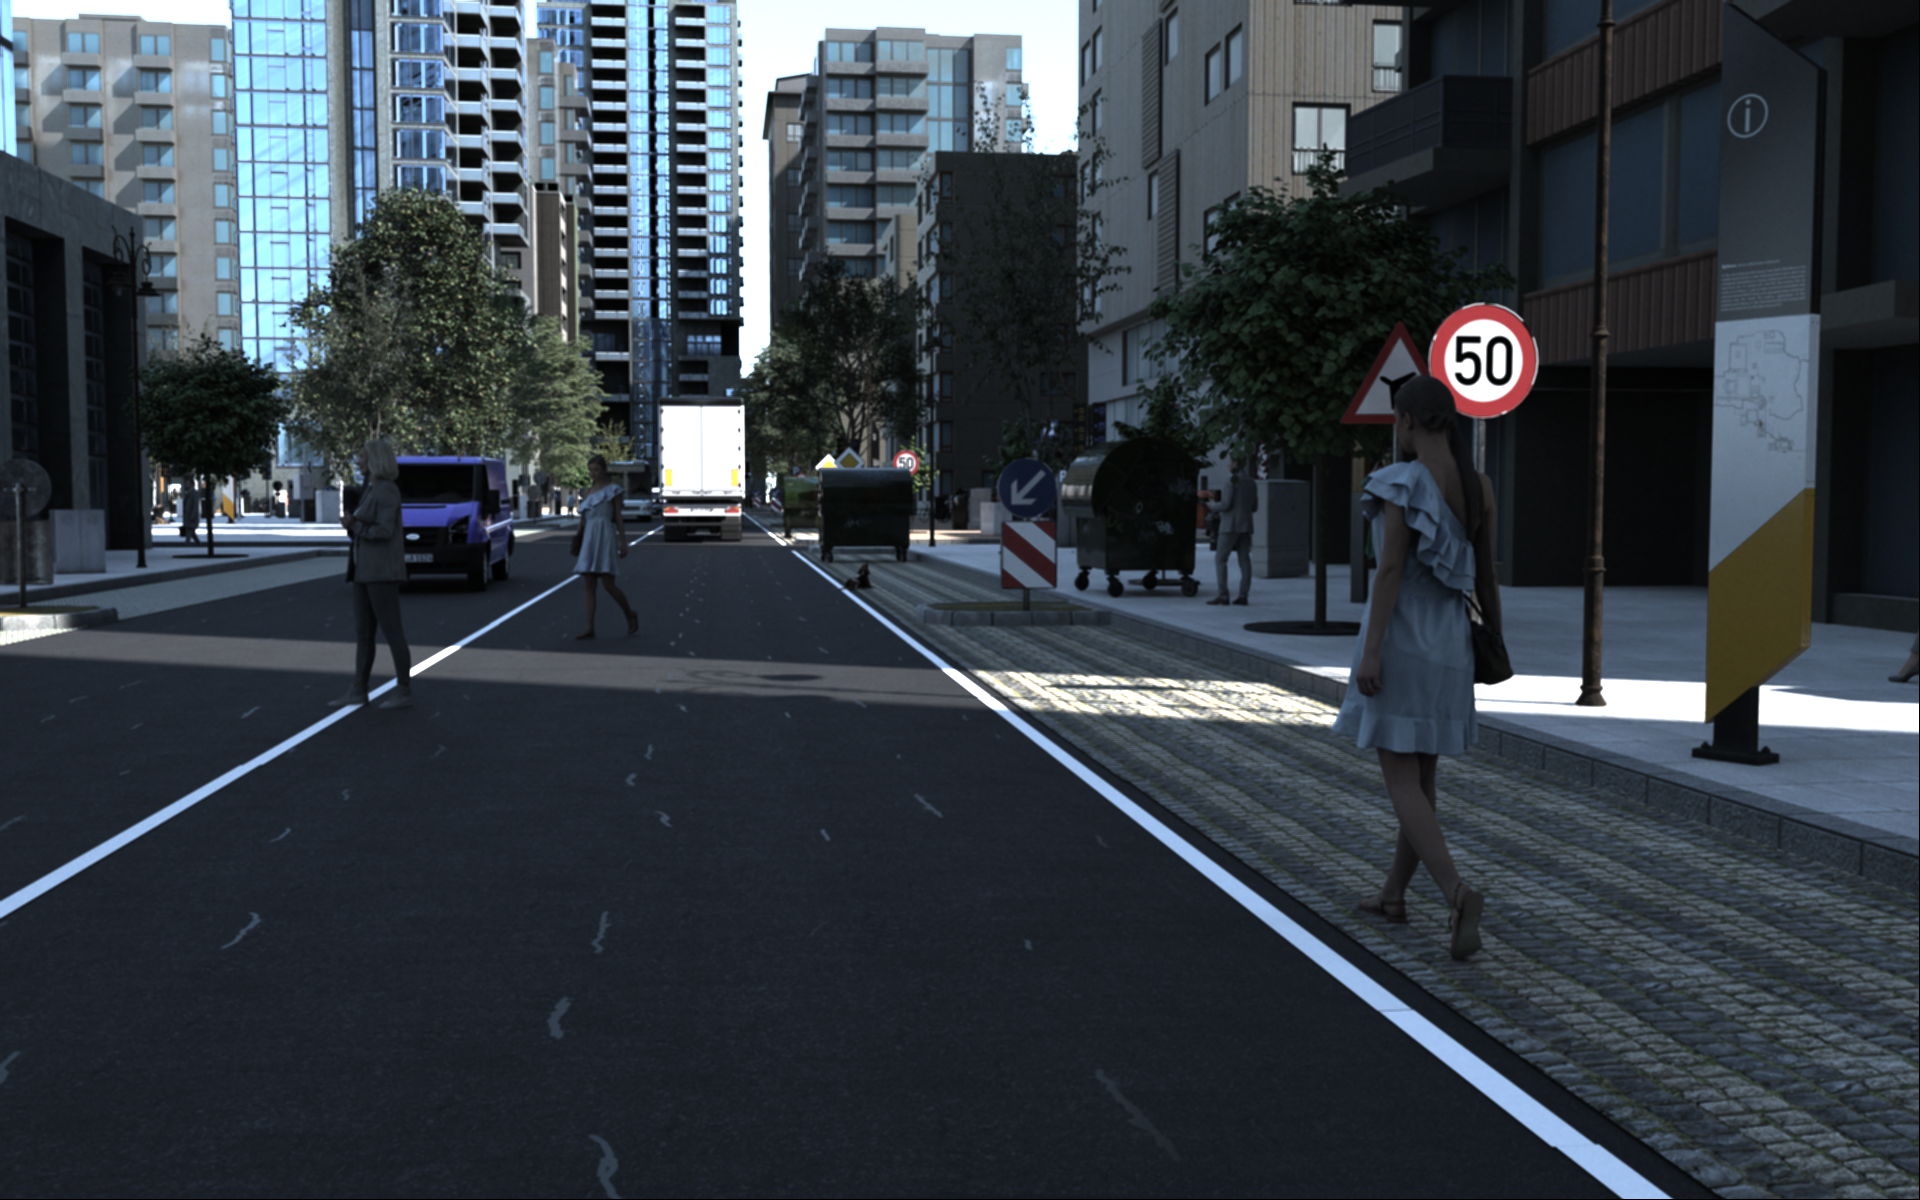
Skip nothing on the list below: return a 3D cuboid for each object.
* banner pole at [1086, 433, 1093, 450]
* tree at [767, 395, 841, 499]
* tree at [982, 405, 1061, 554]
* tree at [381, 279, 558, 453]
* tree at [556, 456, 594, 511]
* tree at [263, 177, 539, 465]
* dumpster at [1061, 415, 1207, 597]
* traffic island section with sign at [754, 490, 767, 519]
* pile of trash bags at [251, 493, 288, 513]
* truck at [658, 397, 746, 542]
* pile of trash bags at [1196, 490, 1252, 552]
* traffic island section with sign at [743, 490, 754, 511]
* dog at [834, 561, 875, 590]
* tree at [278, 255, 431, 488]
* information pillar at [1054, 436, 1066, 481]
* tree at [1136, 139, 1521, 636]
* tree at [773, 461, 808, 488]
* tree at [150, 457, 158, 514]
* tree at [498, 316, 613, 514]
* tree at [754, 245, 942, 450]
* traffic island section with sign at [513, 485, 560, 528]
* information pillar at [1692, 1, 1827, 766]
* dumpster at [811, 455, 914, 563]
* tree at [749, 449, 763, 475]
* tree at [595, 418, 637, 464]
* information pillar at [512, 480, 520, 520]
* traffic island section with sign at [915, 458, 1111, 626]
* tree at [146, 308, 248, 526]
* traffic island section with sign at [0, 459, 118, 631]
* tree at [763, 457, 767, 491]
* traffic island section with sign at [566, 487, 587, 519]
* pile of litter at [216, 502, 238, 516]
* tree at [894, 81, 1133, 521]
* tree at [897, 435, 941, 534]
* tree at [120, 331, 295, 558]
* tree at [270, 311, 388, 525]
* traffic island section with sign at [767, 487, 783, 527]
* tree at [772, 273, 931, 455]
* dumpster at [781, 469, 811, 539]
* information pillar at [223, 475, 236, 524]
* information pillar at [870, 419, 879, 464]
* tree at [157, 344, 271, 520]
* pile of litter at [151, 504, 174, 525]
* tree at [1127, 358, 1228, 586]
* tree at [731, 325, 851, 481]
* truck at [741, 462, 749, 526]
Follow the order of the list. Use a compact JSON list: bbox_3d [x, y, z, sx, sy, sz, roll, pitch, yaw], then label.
[{"bbox_3d":[4.559,-4.408,62.083,0.863,3.779,0.401,3,5,41],"label":"banner pole"},{"bbox_3d":[-9.406,-9.914,112.463,4.737,8.622,4.395,0,3,0],"label":"tree"},{"bbox_3d":[1.215,-2.588,36.912,1.663,3.219,1.824,0,3,0],"label":"tree"},{"bbox_3d":[-22.304,-9.379,79.108,9.928,11.665,9.643,0,3,0],"label":"tree"},{"bbox_3d":[-28.416,-8.849,128.396,4.285,4.588,4.351,0,3,0],"label":"tree"},{"bbox_3d":[-19.809,-8.914,62.758,9.611,12.733,9.660,0,3,0],"label":"tree"},{"bbox_3d":[2.225,-1.209,22.258,1.502,2.255,1.985,0,4,-8],"label":"dumpster"},{"bbox_3d":[-10.951,-5.698,101.793,1.989,1.847,2.006,0,4,-8],"label":"traffic island section with sign"},{"bbox_3d":[-46.514,-6.587,117.448,1.912,1.369,3.447,1,4,13],"label":"pile of trash bags"},{"bbox_3d":[-8.238,-4.080,55.622,2.839,4.237,11.283,0,4,-8],"label":"truck"},{"bbox_3d":[6.404,-1.838,39.809,1.912,1.369,3.447,-2,4,-29],"label":"pile of trash bags"},{"bbox_3d":[-17.830,-8.713,151.080,1.989,1.847,2.006,0,4,-8],"label":"traffic island section with sign"},{"bbox_3d":[-1.599,-0.361,26.103,0.748,0.427,0.550,-1,4,-16],"label":"dog"},{"bbox_3d":[-18.278,-6.286,53.144,4.360,8.622,3.978,0,3,0],"label":"tree"},{"bbox_3d":[4.017,-4.767,69.294,0.504,3.616,0.183,1,4,16],"label":"information pillar"},{"bbox_3d":[3.369,-1.995,16.328,4.285,4.588,4.351,0,3,0],"label":"tree"},{"bbox_3d":[-13.412,-9.514,139.268,4.285,4.588,4.351,0,3,0],"label":"tree"},{"bbox_3d":[-47.567,-9.288,102.223,4.737,8.622,4.395,0,3,0],"label":"tree"},{"bbox_3d":[-26.102,-11.756,110.339,7.486,12.596,7.792,0,3,0],"label":"tree"},{"bbox_3d":[-4.284,-8.028,65.678,7.601,10.594,8.767,-1,4,-8],"label":"tree"},{"bbox_3d":[-18.023,-3.967,73.491,1.989,1.847,2.006,0,4,-8],"label":"traffic island section with sign"},{"bbox_3d":[3.786,-1.029,8.177,0.183,3.616,0.504,-2,4,-35],"label":"information pillar"},{"bbox_3d":[-2.024,-1.925,36.427,1.985,2.255,1.502,-1,4,-10],"label":"dumpster"},{"bbox_3d":[-18.724,-13.433,169.986,4.737,8.622,4.395,0,3,0],"label":"tree"},{"bbox_3d":[-33.857,-13.395,169.369,4.737,8.622,4.395,0,3,0],"label":"tree"},{"bbox_3d":[-22.392,-5.066,87.327,0.304,2.012,0.304,0,4,-4],"label":"information pillar"},{"bbox_3d":[0.527,-0.671,19.604,1.989,1.847,2.006,0,4,-8],"label":"traffic island section with sign"},{"bbox_3d":[-30.441,-7.280,69.397,4.360,8.622,3.978,0,3,0],"label":"tree"},{"bbox_3d":[-10.396,-0.625,18.850,1.989,1.847,2.006,0,4,-8],"label":"traffic island section with sign"},{"bbox_3d":[-14.686,-12.307,151.589,4.737,8.622,4.395,0,3,0],"label":"tree"},{"bbox_3d":[-21.853,-5.643,100.890,1.989,1.847,2.006,0,4,-8],"label":"traffic island section with sign"},{"bbox_3d":[-42.263,-5.278,100.260,1.176,0.858,1.719,-2,4,-24],"label":"pile of litter"},{"bbox_3d":[1.196,-4.907,30.586,4.360,8.622,3.978,0,3,0],"label":"tree"},{"bbox_3d":[-1.433,-3.789,56.548,1.663,3.219,1.824,0,3,0],"label":"tree"},{"bbox_3d":[-15.229,-3.151,35.239,4.285,4.588,4.351,0,3,0],"label":"tree"},{"bbox_3d":[-25.066,-7.359,70.678,4.737,8.622,4.395,0,3,0],"label":"tree"},{"bbox_3d":[-7.220,-4.065,75.097,1.989,1.847,2.006,0,4,-8],"label":"traffic island section with sign"},{"bbox_3d":[-5.131,-9.580,82.383,9.928,11.665,9.643,0,3,0],"label":"tree"},{"bbox_3d":[-4.756,-3.112,55.831,1.985,2.255,1.502,-1,4,-10],"label":"dumpster"},{"bbox_3d":[-31.491,-5.087,74.527,0.504,3.616,0.183,1,4,12],"label":"information pillar"},{"bbox_3d":[-2.665,-3.837,54.090,0.183,3.616,0.504,2,4,24],"label":"information pillar"},{"bbox_3d":[-35.465,-8.200,84.432,4.737,8.622,4.395,0,3,0],"label":"tree"},{"bbox_3d":[-33.964,-3.613,73.034,1.719,0.858,1.176,2,4,34],"label":"pile of litter"},{"bbox_3d":[2.859,-1.841,24.709,1.663,3.219,1.824,0,3,0],"label":"tree"},{"bbox_3d":[-12.629,-13.682,130.355,9.857,13.997,8.962,0,3,0],"label":"tree"},{"bbox_3d":[-10.876,-4.891,75.892,3.469,3.379,9.791,-1,4,-8],"label":"truck"}]
